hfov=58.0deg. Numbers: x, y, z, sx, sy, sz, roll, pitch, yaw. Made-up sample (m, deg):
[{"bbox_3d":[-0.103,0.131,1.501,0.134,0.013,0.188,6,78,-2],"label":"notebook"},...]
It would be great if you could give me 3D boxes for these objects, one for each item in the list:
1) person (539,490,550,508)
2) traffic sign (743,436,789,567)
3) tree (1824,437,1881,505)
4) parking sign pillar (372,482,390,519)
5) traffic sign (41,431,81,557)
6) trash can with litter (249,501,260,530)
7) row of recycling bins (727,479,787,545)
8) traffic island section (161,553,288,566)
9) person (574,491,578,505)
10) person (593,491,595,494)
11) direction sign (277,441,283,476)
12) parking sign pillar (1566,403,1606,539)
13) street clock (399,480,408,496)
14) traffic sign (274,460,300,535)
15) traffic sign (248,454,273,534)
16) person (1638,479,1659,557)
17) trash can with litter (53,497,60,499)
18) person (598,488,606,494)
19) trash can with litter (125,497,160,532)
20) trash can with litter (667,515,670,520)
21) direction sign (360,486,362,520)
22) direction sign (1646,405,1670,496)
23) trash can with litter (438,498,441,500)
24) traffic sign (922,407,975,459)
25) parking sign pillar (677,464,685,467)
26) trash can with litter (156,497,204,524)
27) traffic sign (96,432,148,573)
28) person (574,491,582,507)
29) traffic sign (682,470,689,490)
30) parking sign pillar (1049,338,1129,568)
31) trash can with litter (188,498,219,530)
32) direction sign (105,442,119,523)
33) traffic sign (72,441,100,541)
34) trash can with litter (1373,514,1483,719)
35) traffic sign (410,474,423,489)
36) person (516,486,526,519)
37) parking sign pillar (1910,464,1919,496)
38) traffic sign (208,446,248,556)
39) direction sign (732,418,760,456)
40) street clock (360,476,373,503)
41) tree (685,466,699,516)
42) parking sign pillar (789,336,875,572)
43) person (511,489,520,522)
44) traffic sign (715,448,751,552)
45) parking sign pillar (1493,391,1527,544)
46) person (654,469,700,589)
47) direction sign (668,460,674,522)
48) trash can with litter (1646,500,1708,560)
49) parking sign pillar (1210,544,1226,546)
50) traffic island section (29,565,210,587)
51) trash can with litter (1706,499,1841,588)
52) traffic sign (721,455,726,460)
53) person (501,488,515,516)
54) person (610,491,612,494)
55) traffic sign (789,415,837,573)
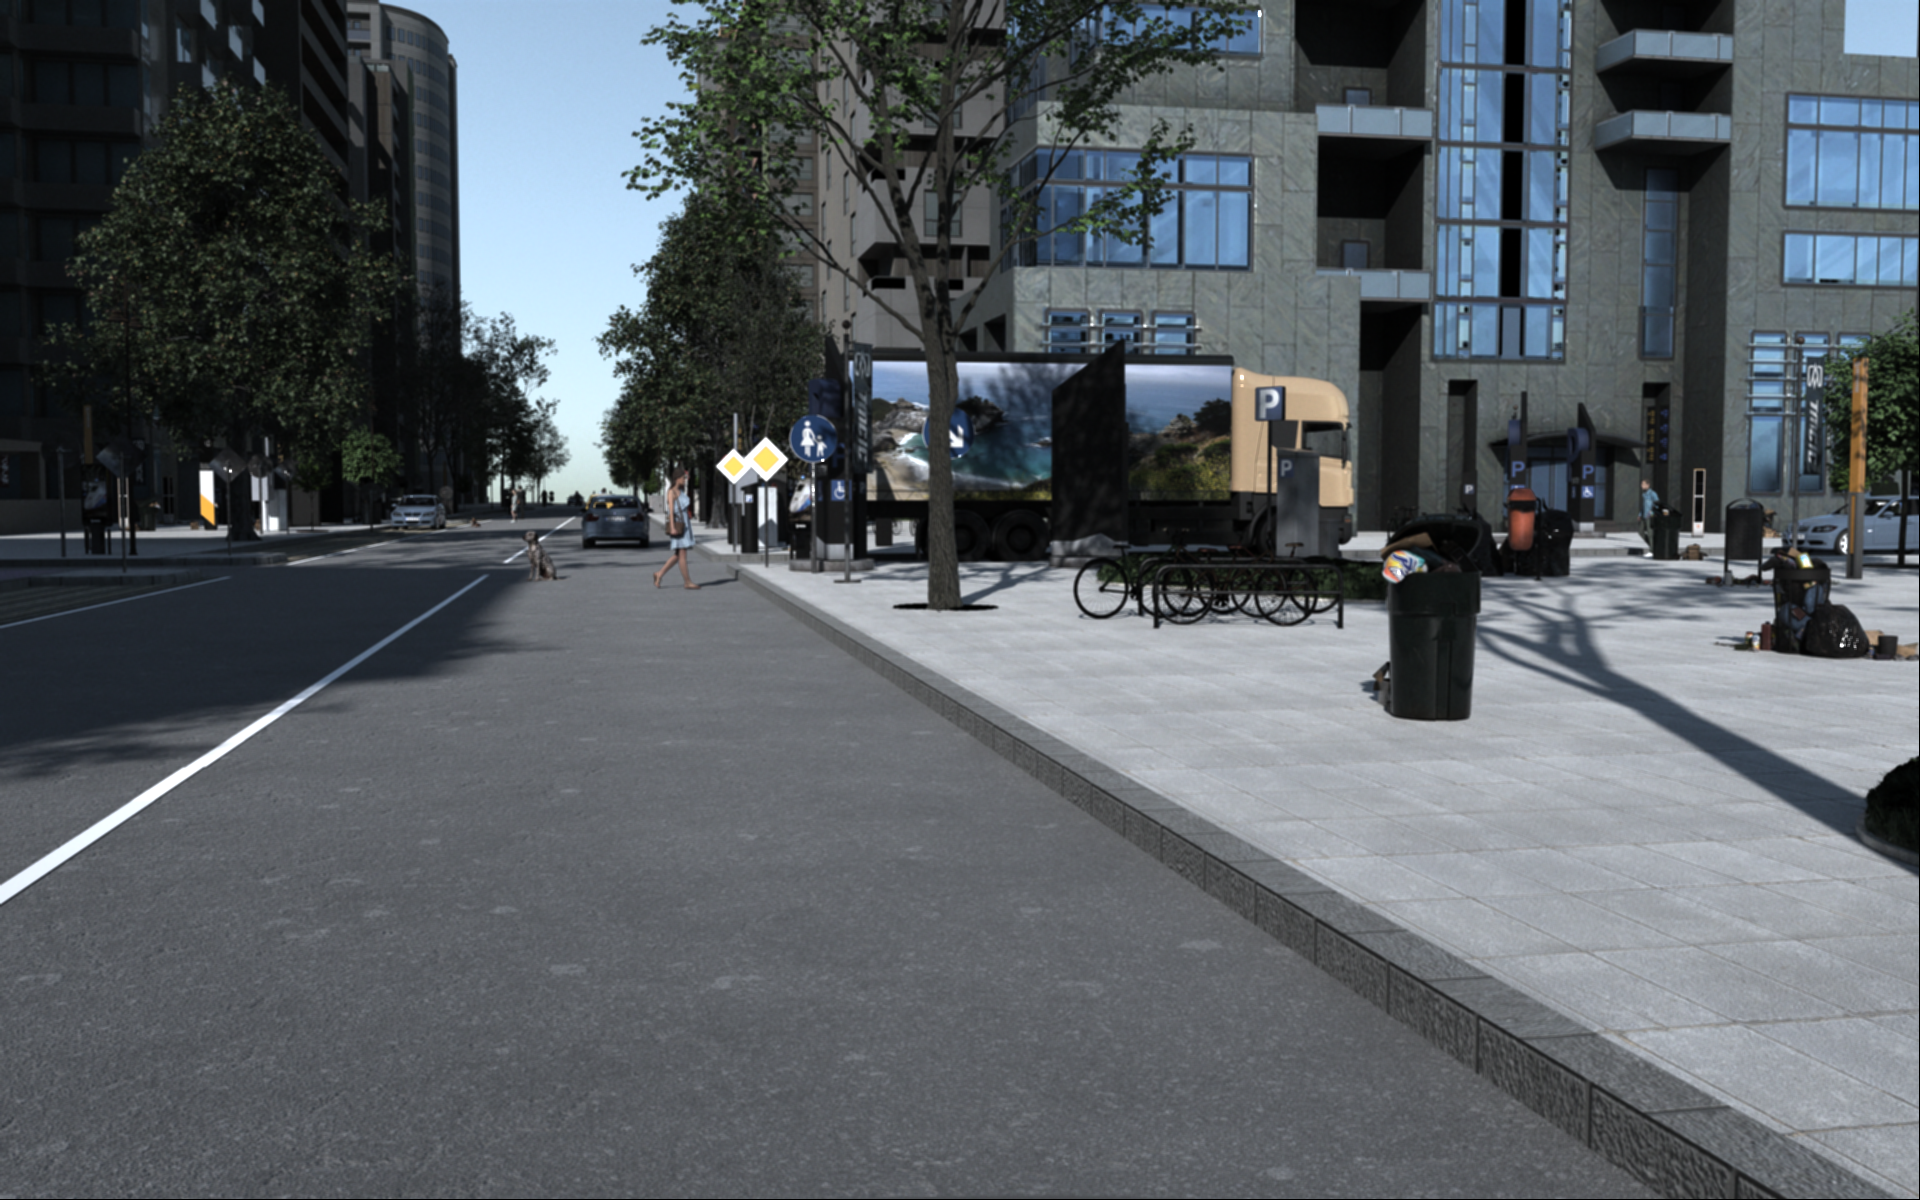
[{"bbox_3d":[-44.106,-10.747,183.844,1.348,1.869,0.705,1,4,20],"label":"person"},{"bbox_3d":[-3.383,-1.627,30.237,0.795,2.450,0.064,-1,4,-11],"label":"traffic sign"},{"bbox_3d":[24.976,-3.318,48.846,1.663,3.219,1.824,0,3,0],"label":"tree"},{"bbox_3d":[-30.237,-6.228,90.308,1.447,3.967,1.447,0,4,5],"label":"parking sign pillar"},{"bbox_3d":[-18.201,-2.140,35.092,0.768,2.556,0.104,-1,4,-9],"label":"traffic sign"},{"bbox_3d":[-24.483,-3.052,61.282,1.055,1.170,0.624,0,4,-3],"label":"trash can with litter"},{"bbox_3d":[-5.333,-2.358,45.674,1.069,1.692,3.534,1,4,10],"label":"row of recycling bins"},{"bbox_3d":[-15.231,-0.844,36.076,2.009,0.180,2.903,-1,4,-11],"label":"traffic island section"},{"bbox_3d":[-48.283,-12.811,217.941,1.348,1.826,0.705,1,4,19],"label":"person"},{"bbox_3d":[-46.674,-12.995,221.047,0.705,1.814,1.350,2,4,32],"label":"person"},{"bbox_3d":[-28.806,-5.035,74.320,0.876,3.537,0.379,-1,4,-9],"label":"direction sign"},{"bbox_3d":[18.129,-3.796,50.540,1.447,3.967,1.447,0,4,3],"label":"parking sign pillar"},{"bbox_3d":[-27.947,-5.046,87.069,0.471,2.002,0.358,3,5,41],"label":"street clock"},{"bbox_3d":[-21.301,-3.281,54.836,0.795,2.450,0.064,-1,4,-10],"label":"traffic sign"},{"bbox_3d":[-22.196,-3.355,54.961,0.768,2.556,0.104,0,4,-7],"label":"traffic sign"},{"bbox_3d":[15.745,-1.877,39.525,0.444,1.785,0.601,0,4,2],"label":"person"},{"bbox_3d":[-37.721,-3.735,72.459,0.624,1.170,1.055,-1,4,-13],"label":"trash can with litter"},{"bbox_3d":[-21.121,-5.712,102.150,0.793,1.790,0.793,2,4,27],"label":"person"},{"bbox_3d":[-28.063,-2.939,59.432,0.624,1.170,1.055,2,4,35],"label":"trash can with litter"},{"bbox_3d":[-13.938,-4.518,85.262,0.624,1.170,1.055,2,4,26],"label":"trash can with litter"},{"bbox_3d":[-29.364,-5.677,84.812,0.876,3.537,0.379,-3,4,-37],"label":"direction sign"},{"bbox_3d":[17.887,-3.209,44.469,0.379,3.537,0.876,-1,4,-13],"label":"direction sign"},{"bbox_3d":[-32.281,-5.887,107.644,1.055,1.170,0.624,1,4,12],"label":"trash can with litter"},{"bbox_3d":[-0.166,-1.538,25.255,0.768,2.556,0.104,0,4,-3],"label":"traffic sign"},{"bbox_3d":[-17.447,-7.388,109.259,1.447,3.967,1.447,-2,4,-29],"label":"parking sign pillar"},{"bbox_3d":[-33.488,-3.849,73.995,2.233,1.210,1.678,0,4,4],"label":"trash can with litter"},{"bbox_3d":[-13.624,-1.501,28.192,0.795,2.450,0.064,-1,4,-11],"label":"traffic sign"},{"bbox_3d":[-43.481,-11.506,197.182,0.990,1.755,0.434,-2,4,-26],"label":"person"},{"bbox_3d":[-14.365,-5.467,89.490,0.768,2.556,0.104,-1,4,-8],"label":"traffic sign"},{"bbox_3d":[2.289,-2.569,30.468,1.447,3.967,1.447,1,4,22],"label":"parking sign pillar"},{"bbox_3d":[-27.264,-3.120,62.397,1.055,1.170,0.624,-1,4,-22],"label":"trash can with litter"},{"bbox_3d":[-37.120,-5.139,76.021,0.379,3.537,0.876,1,4,23],"label":"direction sign"},{"bbox_3d":[-20.858,-2.518,41.280,0.768,2.556,0.104,0,4,-6],"label":"traffic sign"},{"bbox_3d":[2.655,0.074,10.174,0.624,1.170,1.055,0,4,-2],"label":"trash can with litter"},{"bbox_3d":[-34.014,-6.626,108.444,0.768,2.556,0.104,0,4,-5],"label":"traffic sign"},{"bbox_3d":[-24.960,-5.534,98.337,0.474,1.900,0.648,0,4,0],"label":"person"},{"bbox_3d":[40.880,-5.232,74.018,1.447,3.967,1.447,2,4,29],"label":"parking sign pillar"},{"bbox_3d":[-15.209,-1.980,36.019,0.795,2.450,0.064,-1,4,-11],"label":"traffic sign"},{"bbox_3d":[-6.395,-3.657,51.792,0.876,3.537,0.379,1,4,13],"label":"direction sign"},{"bbox_3d":[-24.349,-4.069,71.095,0.358,2.002,0.471,2,4,31],"label":"street clock"},{"bbox_3d":[-16.216,-6.683,103.860,1.663,3.219,1.824,0,3,0],"label":"tree"},{"bbox_3d":[-2.161,-2.483,29.065,1.447,3.967,1.447,-1,4,-18],"label":"parking sign pillar"},{"bbox_3d":[-22.678,-4.812,88.185,0.522,1.701,0.512,-2,4,-27],"label":"person"},{"bbox_3d":[-4.968,-2.105,38.064,0.795,2.450,0.064,-1,4,-11],"label":"traffic sign"},{"bbox_3d":[14.473,-3.454,44.941,1.447,3.967,1.447,1,4,17],"label":"parking sign pillar"},{"bbox_3d":[-4.296,-1.073,26.130,0.778,1.811,0.616,1,4,15],"label":"person"},{"bbox_3d":[-12.999,-5.260,78.000,0.379,3.537,0.876,0,4,2],"label":"direction sign"},{"bbox_3d":[13.950,-1.364,33.694,1.055,1.170,0.624,0,4,-1],"label":"trash can with litter"},{"bbox_3d":[6.946,-3.347,43.193,1.447,3.967,1.447,2,4,29],"label":"parking sign pillar"},{"bbox_3d":[-13.646,-0.365,28.249,2.009,0.180,2.903,-1,4,-11],"label":"traffic island section"},{"bbox_3d":[11.524,-0.823,24.508,2.233,1.210,1.678,0,4,-4],"label":"trash can with litter"},{"bbox_3d":[-7.208,-3.342,54.753,0.768,2.556,0.104,0,4,-7],"label":"traffic sign"},{"bbox_3d":[-29.556,-6.460,114.127,1.348,1.823,0.705,-2,4,-24],"label":"person"},{"bbox_3d":[-32.666,-9.300,161.354,0.742,1.727,0.445,-3,5,-42],"label":"person"},{"bbox_3d":[-2.359,-1.702,27.933,0.768,2.556,0.104,0,4,-3],"label":"traffic sign"}]
